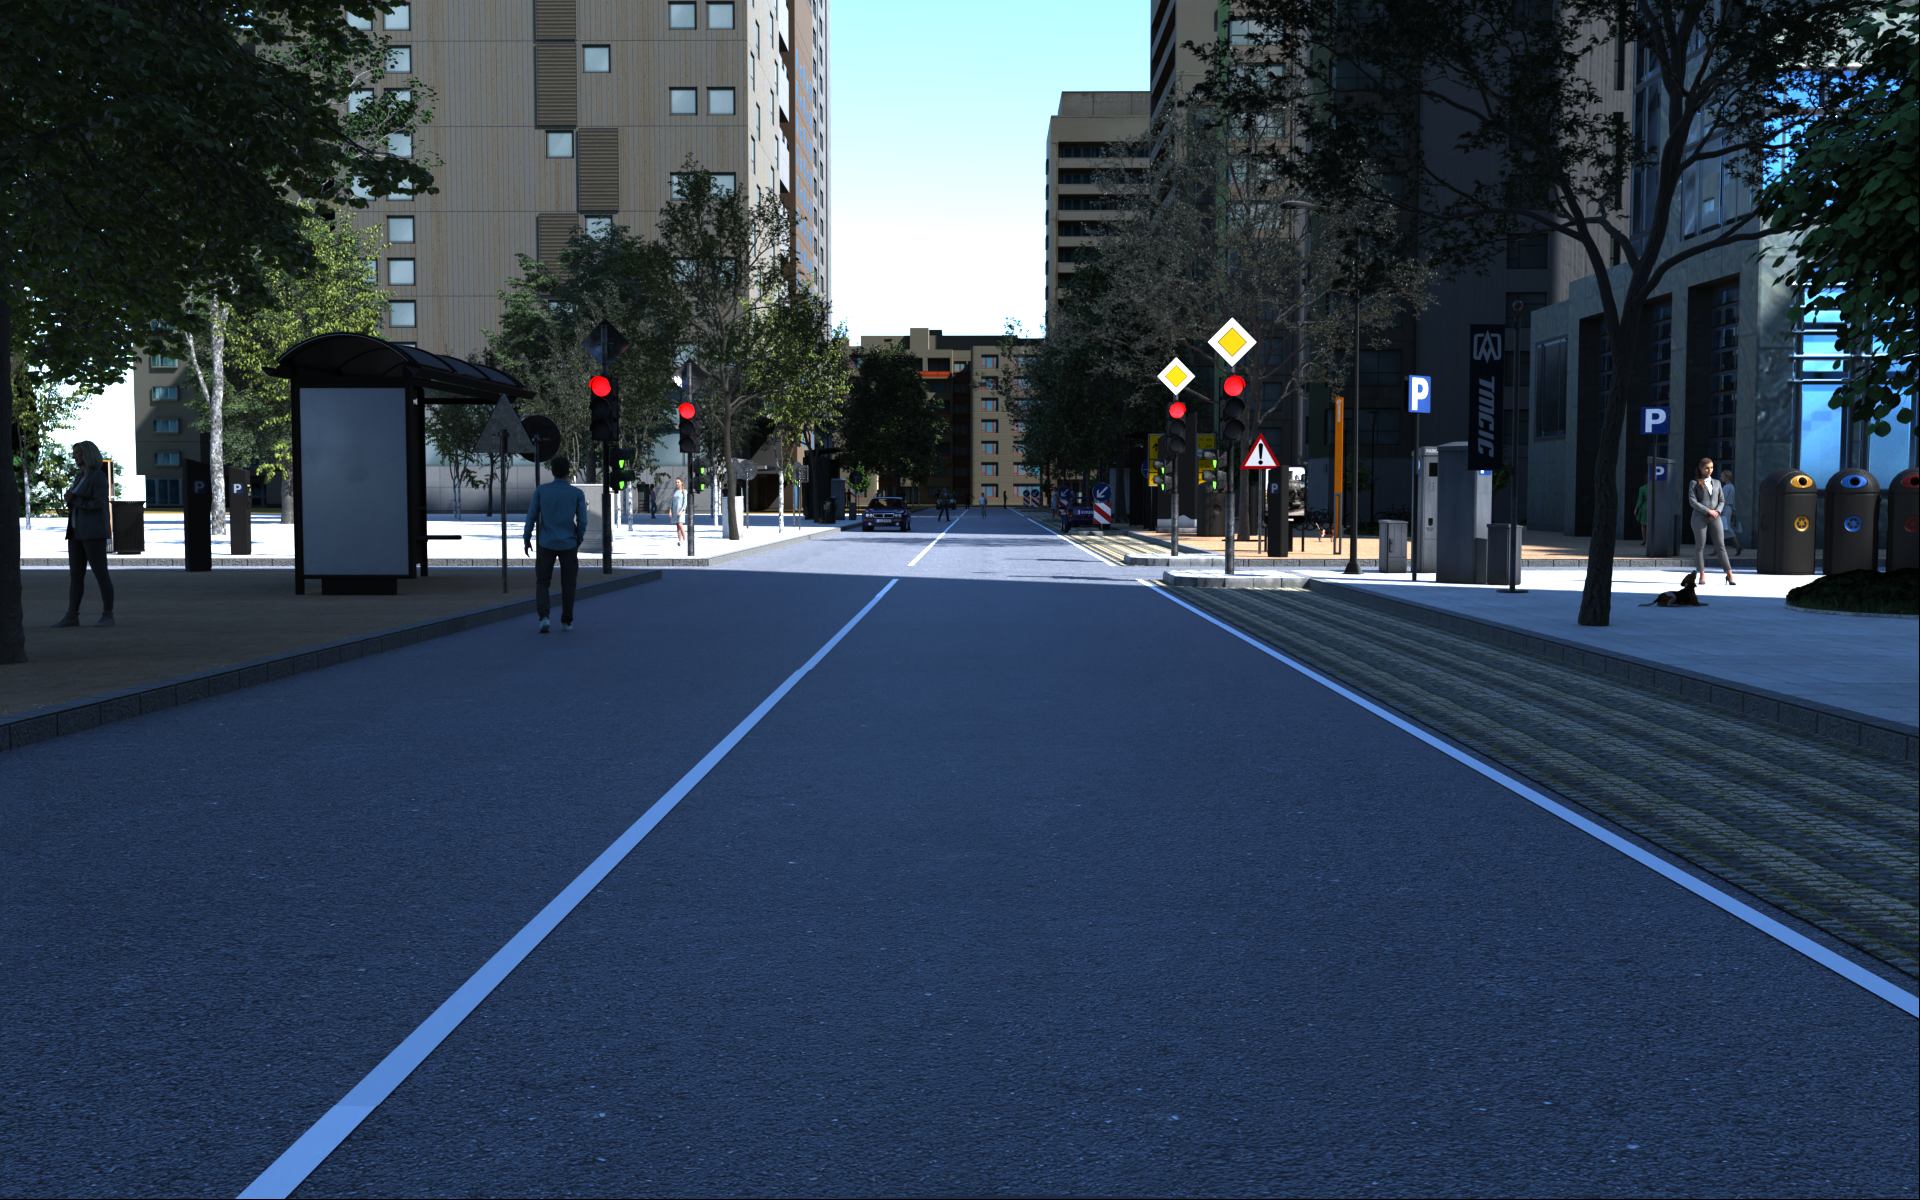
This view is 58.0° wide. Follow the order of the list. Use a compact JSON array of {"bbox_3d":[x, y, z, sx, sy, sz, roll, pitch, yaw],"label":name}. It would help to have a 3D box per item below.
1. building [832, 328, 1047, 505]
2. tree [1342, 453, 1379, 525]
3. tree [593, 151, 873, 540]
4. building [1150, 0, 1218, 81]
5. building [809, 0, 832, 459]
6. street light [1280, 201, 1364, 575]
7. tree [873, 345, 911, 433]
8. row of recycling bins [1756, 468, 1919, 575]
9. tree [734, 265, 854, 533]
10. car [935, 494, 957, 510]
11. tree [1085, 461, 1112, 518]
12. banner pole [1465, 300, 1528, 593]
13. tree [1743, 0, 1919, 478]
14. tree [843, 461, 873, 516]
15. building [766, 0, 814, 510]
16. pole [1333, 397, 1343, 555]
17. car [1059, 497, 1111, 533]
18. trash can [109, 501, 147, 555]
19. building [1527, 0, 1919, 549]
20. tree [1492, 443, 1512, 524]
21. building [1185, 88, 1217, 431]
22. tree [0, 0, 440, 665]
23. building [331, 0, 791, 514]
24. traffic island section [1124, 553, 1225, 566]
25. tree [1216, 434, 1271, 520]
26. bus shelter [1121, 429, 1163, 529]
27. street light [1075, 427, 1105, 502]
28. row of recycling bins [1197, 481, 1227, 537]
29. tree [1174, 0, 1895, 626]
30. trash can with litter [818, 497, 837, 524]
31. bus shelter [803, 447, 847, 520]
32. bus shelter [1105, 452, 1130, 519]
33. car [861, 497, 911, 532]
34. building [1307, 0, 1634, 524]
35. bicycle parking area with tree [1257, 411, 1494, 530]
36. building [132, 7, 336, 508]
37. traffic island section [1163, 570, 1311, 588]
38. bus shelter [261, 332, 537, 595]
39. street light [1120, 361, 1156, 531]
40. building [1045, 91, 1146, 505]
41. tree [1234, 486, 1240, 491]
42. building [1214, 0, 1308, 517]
[{"bbox_3d":[-4.051,-22.691,216.041,28.899,21.520,27.650,0,4,1],"label":"building"},{"bbox_3d":[16.206,-4.681,71.129,1.663,3.219,1.824,0,3,0],"label":"tree"},{"bbox_3d":[-6.639,-6.945,47.964,7.601,10.594,8.767,0,4,-7],"label":"tree"},{"bbox_3d":[27.229,-31.736,142.581,21.300,48.544,21.600,0,4,1],"label":"building"},{"bbox_3d":[-23.432,-44.579,167.111,20.611,71.187,20.563,0,4,1],"label":"building"},{"bbox_3d":[5.764,-3.368,27.603,1.470,5.913,1.316,0,4,1],"label":"street light"},{"bbox_3d":[-6.394,-8.740,77.311,8.767,10.594,7.601,0,4,-6],"label":"tree"},{"bbox_3d":[14.462,-1.228,27.190,3.534,1.692,1.069,2,4,24],"label":"row of recycling bins"},{"bbox_3d":[-5.590,-6.476,56.247,4.737,8.622,4.395,0,3,0],"label":"tree"},{"bbox_3d":[-1.283,-9.173,159.764,2.009,1.686,4.222,0,4,2],"label":"car"},{"bbox_3d":[7.717,-5.962,92.084,1.663,3.219,1.824,0,3,0],"label":"tree"},{"bbox_3d":[6.980,-1.986,22.481,0.863,3.779,0.401,0,4,-4],"label":"banner pole"},{"bbox_3d":[6.112,-1.572,9.422,4.285,4.588,4.351,0,3,0],"label":"tree"},{"bbox_3d":[-5.837,-6.553,101.749,1.663,3.219,1.824,0,3,0],"label":"tree"},{"bbox_3d":[-19.873,-30.273,145.078,14.600,45.320,14.200,0,4,1],"label":"building"},{"bbox_3d":[8.006,-2.617,36.632,0.158,3.312,0.155,0,3,0],"label":"pole"},{"bbox_3d":[4.690,-3.198,64.871,1.945,1.354,3.894,0,4,1],"label":"car"},{"bbox_3d":[-17.630,-1.533,36.719,0.748,1.137,0.748,0,3,0],"label":"trash can"},{"bbox_3d":[33.992,-45.002,48.447,31.000,86.520,22.319,0,4,1],"label":"building"},{"bbox_3d":[17.346,-3.805,56.805,1.663,3.219,1.824,0,3,0],"label":"tree"},{"bbox_3d":[23.133,-21.631,125.366,14.160,30.474,14.107,0,4,1],"label":"building"},{"bbox_3d":[-7.509,-5.815,13.200,7.486,12.596,7.792,0,3,0],"label":"tree"},{"bbox_3d":[-26.814,-32.715,124.134,28.713,52.752,27.495,0,4,1],"label":"building"},{"bbox_3d":[4.449,-0.823,35.734,2.009,0.180,2.903,0,4,1],"label":"traffic island section"},{"bbox_3d":[13.887,-6.243,85.780,4.285,4.588,4.351,0,3,0],"label":"tree"},{"bbox_3d":[7.223,-4.570,66.001,1.731,3.624,6.357,0,4,1],"label":"bus shelter"},{"bbox_3d":[6.555,-6.906,85.459,1.470,5.913,1.316,0,4,1],"label":"street light"},{"bbox_3d":[7.835,-2.827,53.340,1.069,1.692,3.534,1,4,14],"label":"row of recycling bins"},{"bbox_3d":[6.235,-5.007,16.274,8.767,10.594,7.601,-1,4,-10],"label":"tree"},{"bbox_3d":[-5.779,-3.880,74.826,0.624,1.170,1.055,-3,5,-42],"label":"trash can with litter"},{"bbox_3d":[-6.965,-6.019,89.686,1.731,3.624,6.357,0,4,1],"label":"bus shelter"},{"bbox_3d":[8.306,-5.625,85.898,2.014,3.302,5.546,0,4,1],"label":"bus shelter"},{"bbox_3d":[-2.830,-3.330,67.020,1.945,1.354,3.894,0,4,1],"label":"car"},{"bbox_3d":[23.147,-18.937,81.327,14.160,30.474,14.107,0,4,1],"label":"building"},{"bbox_3d":[14.586,-4.629,62.683,9.016,4.147,8.231,1,4,16],"label":"bicycle parking area with tree"},{"bbox_3d":[-65.146,-33.304,168.214,21.600,48.544,21.300,0,4,1],"label":"building"},{"bbox_3d":[4.341,-0.334,27.750,2.009,0.180,2.903,0,4,1],"label":"traffic island section"},{"bbox_3d":[-7.672,-1.866,24.438,2.014,3.302,5.546,0,4,1],"label":"bus shelter"},{"bbox_3d":[6.210,-5.374,60.411,1.470,5.913,1.316,0,4,1],"label":"street light"},{"bbox_3d":[21.157,-35.982,212.004,21.600,48.544,21.300,0,4,1],"label":"building"},{"bbox_3d":[13.801,-5.883,90.792,1.663,3.219,1.824,0,3,0],"label":"tree"},{"bbox_3d":[22.074,-25.656,103.070,14.154,41.232,14.086,0,4,1],"label":"building"}]
